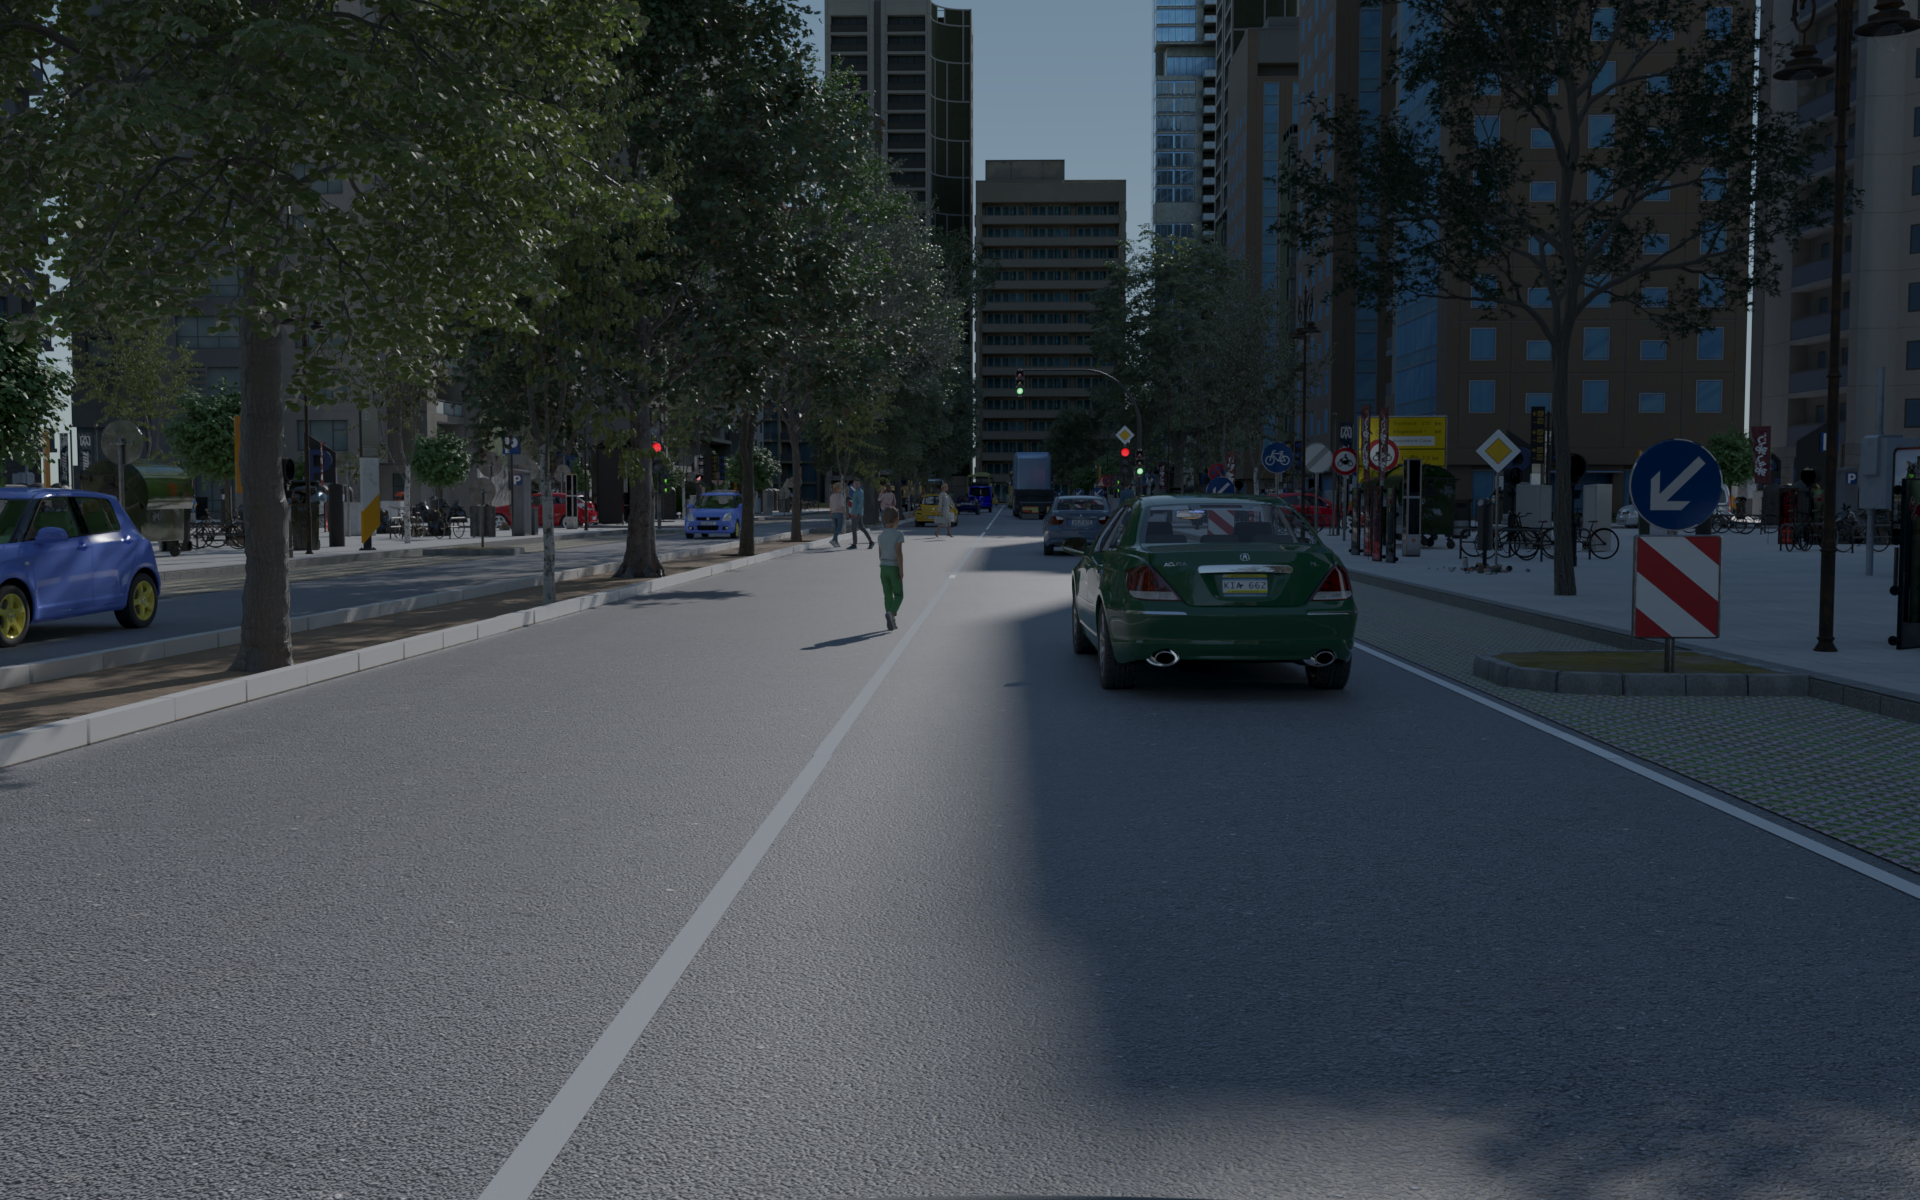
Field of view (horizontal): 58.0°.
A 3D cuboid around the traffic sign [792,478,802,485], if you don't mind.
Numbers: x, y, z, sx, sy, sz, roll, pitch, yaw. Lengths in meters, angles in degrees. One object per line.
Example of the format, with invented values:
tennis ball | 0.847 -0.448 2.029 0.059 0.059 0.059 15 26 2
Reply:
traffic sign | -11.739 -7.621 124.717 0.768 2.556 0.104 0 4 4

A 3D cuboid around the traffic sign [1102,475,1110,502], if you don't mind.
traffic sign | 9.923 -7.113 116.398 0.768 2.556 0.104 1 4 10

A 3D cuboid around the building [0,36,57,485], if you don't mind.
building | -67.214 -33.755 93.895 28.212 58.520 21.231 0 4 2

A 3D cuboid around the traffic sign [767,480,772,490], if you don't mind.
traffic sign | -14.045 -7.610 126.554 0.606 2.300 0.079 0 4 5

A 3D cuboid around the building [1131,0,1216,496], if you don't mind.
building | 39.688 -57.486 252.575 31.000 86.520 22.319 0 4 2

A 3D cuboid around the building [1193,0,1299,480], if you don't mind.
building | 37.953 -46.313 195.469 20.563 71.187 20.611 0 4 2

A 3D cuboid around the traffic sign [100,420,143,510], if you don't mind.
traffic sign | -14.396 -1.812 29.738 0.768 2.556 0.104 0 4 5

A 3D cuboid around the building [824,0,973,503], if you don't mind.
building | -8.513 -49.842 253.174 20.611 71.187 20.563 0 4 2

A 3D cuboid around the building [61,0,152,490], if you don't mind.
building | -42.268 -32.508 120.748 28.713 52.752 27.495 0 4 2

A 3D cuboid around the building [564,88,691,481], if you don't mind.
building | -34.321 -43.918 156.308 20.563 71.187 20.611 0 4 2

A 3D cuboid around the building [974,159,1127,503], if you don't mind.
building | 12.980 -38.507 253.297 21.600 48.544 21.300 0 4 2

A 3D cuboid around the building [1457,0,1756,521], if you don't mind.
building | 30.634 -26.833 88.835 14.200 45.320 14.600 0 4 2

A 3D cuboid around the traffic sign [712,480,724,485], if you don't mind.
traffic sign | -13.879 -6.059 99.172 0.768 2.556 0.104 1 4 10

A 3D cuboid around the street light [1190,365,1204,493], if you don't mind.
street light | 8.568 -5.480 62.381 0.468 5.910 1.993 0 4 2

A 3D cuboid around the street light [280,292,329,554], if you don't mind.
street light | -13.884 -3.914 36.780 0.468 5.910 1.993 0 4 2

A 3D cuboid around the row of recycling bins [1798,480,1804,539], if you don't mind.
row of recycling bins | 25.645 -2.604 49.691 3.534 1.692 1.069 1 4 11

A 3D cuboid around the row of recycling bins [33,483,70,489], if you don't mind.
row of recycling bins | -34.286 -3.478 63.982 3.534 1.692 1.069 1 4 22

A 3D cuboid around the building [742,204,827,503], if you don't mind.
building | -33.688 -36.735 255.236 28.867 44.769 22.147 0 4 2

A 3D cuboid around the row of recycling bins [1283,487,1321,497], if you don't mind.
row of recycling bins | 20.273 -6.023 105.581 3.534 1.692 1.069 2 4 27

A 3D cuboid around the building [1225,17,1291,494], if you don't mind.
building | 33.101 -31.460 164.475 14.600 45.320 14.200 0 4 2

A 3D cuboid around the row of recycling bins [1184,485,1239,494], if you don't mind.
row of recycling bins | 12.588 -4.860 86.568 3.534 1.692 1.069 -3 4 -37

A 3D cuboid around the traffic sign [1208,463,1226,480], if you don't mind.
traffic sign | 10.632 -4.370 71.550 0.768 2.556 0.104 0 4 5

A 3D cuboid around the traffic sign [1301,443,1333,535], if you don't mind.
traffic sign | 8.872 -2.629 43.087 0.768 2.556 0.104 0 4 7

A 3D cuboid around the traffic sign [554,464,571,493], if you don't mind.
traffic sign | -17.011 -4.523 74.049 0.768 2.556 0.104 0 4 5

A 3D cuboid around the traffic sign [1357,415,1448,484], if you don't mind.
traffic sign | 11.450 -3.123 44.941 2.265 3.308 0.079 1 4 9

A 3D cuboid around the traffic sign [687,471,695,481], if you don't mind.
traffic sign | -15.001 -5.948 97.348 0.768 2.556 0.104 0 4 7

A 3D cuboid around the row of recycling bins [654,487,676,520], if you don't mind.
row of recycling bins | -14.978 -4.949 88.028 1.069 1.692 3.534 -1 4 -15

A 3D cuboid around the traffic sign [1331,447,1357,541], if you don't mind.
traffic sign | 10.458 -2.873 47.072 0.768 2.556 0.104 0 4 8

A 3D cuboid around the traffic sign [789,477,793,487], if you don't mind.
traffic sign | -12.203 -7.761 127.004 0.768 2.556 0.104 0 4 7

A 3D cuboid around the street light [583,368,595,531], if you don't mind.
street light | -13.158 -5.382 60.790 0.468 5.910 1.993 0 4 2

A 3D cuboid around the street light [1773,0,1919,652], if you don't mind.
street light | 7.065 -2.518 13.959 0.468 5.910 1.993 0 4 2

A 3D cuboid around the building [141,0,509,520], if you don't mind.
building | -33.166 -24.962 91.718 14.154 41.232 14.086 0 4 2

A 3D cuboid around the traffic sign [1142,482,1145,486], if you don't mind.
traffic sign | 13.088 -7.409 121.244 0.768 2.556 0.104 0 4 2

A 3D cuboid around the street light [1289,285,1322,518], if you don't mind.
street light | 7.662 -4.023 38.559 0.468 5.910 1.993 0 4 2

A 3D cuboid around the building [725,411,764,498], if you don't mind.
building | -30.414 -26.319 202.018 14.107 30.474 14.160 0 4 2

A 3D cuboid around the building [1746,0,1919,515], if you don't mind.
building | 61.256 -33.746 93.745 28.212 58.520 21.231 0 4 2

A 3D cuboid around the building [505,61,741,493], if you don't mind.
building | -38.022 -36.193 181.001 28.713 52.752 27.495 0 4 2

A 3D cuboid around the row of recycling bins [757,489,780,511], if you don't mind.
row of recycling bins | -14.391 -7.556 130.661 1.069 1.692 3.534 1 4 12

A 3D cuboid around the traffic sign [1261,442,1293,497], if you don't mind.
traffic sign | 7.751 -2.585 42.370 0.768 2.556 0.104 0 4 5

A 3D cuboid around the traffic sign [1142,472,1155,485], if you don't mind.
traffic sign | 10.714 -6.022 98.561 0.768 2.556 0.104 1 4 9

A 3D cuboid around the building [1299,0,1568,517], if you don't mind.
building | 30.624 -28.476 115.686 14.600 45.320 14.200 0 4 2

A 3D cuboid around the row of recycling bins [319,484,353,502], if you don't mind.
row of recycling bins | -27.414 -4.031 73.014 3.534 1.692 1.069 -2 4 -31

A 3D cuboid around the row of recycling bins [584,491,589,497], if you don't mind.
row of recycling bins | -32.433 -8.542 146.772 3.534 1.692 1.069 1 4 19

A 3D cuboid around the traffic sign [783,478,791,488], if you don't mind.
traffic sign | -13.901 -8.542 139.668 0.884 2.594 0.081 0 4 3

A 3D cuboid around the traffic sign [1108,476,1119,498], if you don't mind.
traffic sign | 10.196 -6.994 114.461 0.768 2.556 0.104 1 4 11

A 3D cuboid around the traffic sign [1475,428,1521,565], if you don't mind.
traffic sign | 9.472 -1.796 30.544 0.795 2.450 0.064 0 4 6

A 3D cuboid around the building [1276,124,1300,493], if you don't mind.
building | 32.196 -22.417 138.214 14.160 30.474 14.107 0 4 2

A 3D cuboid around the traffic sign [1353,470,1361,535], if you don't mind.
traffic sign | 12.457 -3.291 53.917 0.768 2.556 0.104 0 4 3

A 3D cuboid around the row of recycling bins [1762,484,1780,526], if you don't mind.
row of recycling bins | 34.258 -3.910 71.037 3.534 1.692 1.069 -2 4 -31

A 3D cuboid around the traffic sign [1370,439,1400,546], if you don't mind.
traffic sign | 9.606 -2.408 39.470 0.768 2.556 0.104 0 4 6

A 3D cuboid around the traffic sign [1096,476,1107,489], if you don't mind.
traffic sign | 10.100 -7.514 122.859 0.884 2.594 0.081 1 4 10

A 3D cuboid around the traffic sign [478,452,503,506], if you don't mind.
traffic sign | -14.109 -3.175 52.017 0.768 2.556 0.104 0 4 6

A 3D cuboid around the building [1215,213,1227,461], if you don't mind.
building | 33.351 -24.943 179.516 14.160 30.474 14.107 0 4 2
